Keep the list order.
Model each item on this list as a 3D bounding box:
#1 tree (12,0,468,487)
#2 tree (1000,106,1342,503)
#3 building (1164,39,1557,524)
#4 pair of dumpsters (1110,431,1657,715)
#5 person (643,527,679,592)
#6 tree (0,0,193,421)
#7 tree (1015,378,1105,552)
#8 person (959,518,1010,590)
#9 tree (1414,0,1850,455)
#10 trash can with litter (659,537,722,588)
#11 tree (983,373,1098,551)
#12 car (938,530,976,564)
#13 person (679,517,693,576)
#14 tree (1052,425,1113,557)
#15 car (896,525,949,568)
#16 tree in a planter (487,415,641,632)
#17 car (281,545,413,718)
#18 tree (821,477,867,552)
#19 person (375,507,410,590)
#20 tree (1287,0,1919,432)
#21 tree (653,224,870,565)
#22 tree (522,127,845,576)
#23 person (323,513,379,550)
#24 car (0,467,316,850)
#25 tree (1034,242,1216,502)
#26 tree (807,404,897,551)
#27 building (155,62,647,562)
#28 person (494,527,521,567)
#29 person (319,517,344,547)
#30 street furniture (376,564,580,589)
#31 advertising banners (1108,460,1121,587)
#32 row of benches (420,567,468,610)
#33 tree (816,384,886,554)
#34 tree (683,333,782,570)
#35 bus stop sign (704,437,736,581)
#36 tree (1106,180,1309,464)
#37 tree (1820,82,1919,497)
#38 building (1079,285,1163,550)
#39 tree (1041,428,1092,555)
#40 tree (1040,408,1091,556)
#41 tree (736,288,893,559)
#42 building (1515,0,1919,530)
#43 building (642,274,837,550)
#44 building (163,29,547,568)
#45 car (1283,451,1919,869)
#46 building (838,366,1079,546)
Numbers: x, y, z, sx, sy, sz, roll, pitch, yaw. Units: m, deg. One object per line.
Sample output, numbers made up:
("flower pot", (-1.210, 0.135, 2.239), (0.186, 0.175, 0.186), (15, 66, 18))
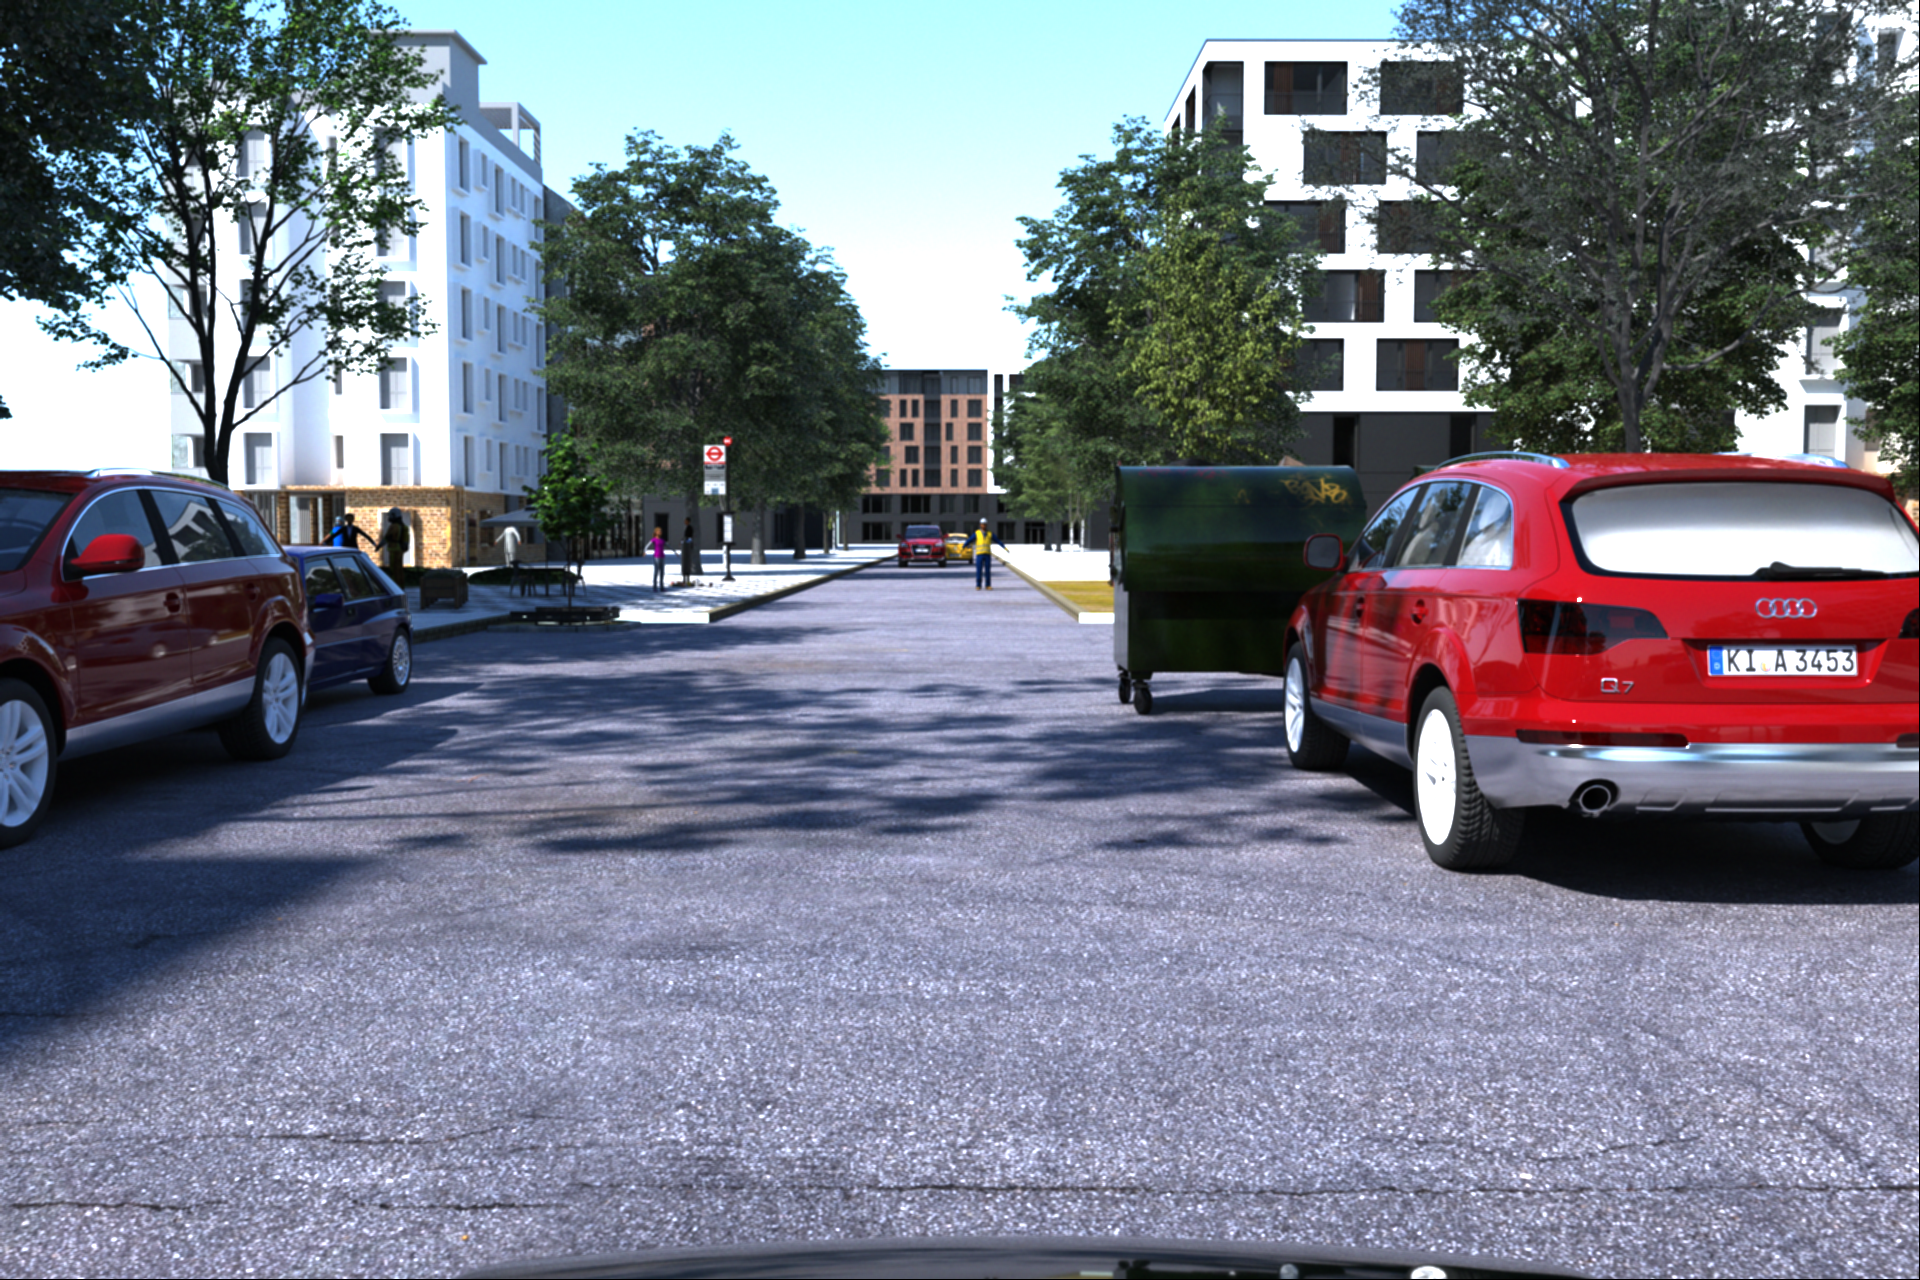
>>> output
("tree", (-11.814, -6.221, 27.474), (9.928, 11.665, 9.643), (0, 3, 0))
("tree", (6.276, -8.841, 51.206), (9.857, 13.997, 8.962), (0, 3, 0))
("building", (24.004, -14.941, 88.262), (27.936, 21.610, 32.646), (0, 4, 0))
("pair of dumpsters", (3.444, -0.568, 14.245), (4.436, 2.255, 1.574), (0, 4, -1))
("person", (-6.623, -1.777, 38.317), (0.599, 1.433, 0.991), (3, 5, 42))
("tree", (-12.048, -6.718, 16.503), (9.857, 13.997, 8.962), (0, 3, 0))
("tree", (7.237, -12.409, 121.013), (7.486, 12.596, 7.792), (0, 3, 0))
("person", (0.613, -2.202, 44.431), (1.349, 1.833, 0.705), (-1, 4, -10))
("tree", (14.793, -8.087, 38.881), (9.857, 13.997, 8.962), (0, 3, 0))
("trash can with litter", (-6.554, -1.926, 42.552), (1.678, 1.210, 2.233), (0, 4, 1))
("tree", (6.593, -13.729, 131.124), (9.857, 13.997, 8.962), (0, 3, 0))
("car", (-0.201, -4.498, 83.773), (2.015, 1.641, 3.980), (0, 4, 0))
("person", (-8.432, -2.902, 53.665), (0.704, 1.802, 1.346), (0, 4, 4))
("tree", (6.558, -8.818, 94.532), (4.360, 8.622, 3.978), (0, 3, 0))
("car", (-1.604, -4.058, 75.025), (2.281, 1.827, 5.304), (0, 4, 0))
("tree in a planter", (-5.919, -1.770, 26.158), (1.991, 3.239, 1.994), (0, 3, 0))
("car", (-5.864, -0.102, 14.255), (1.945, 1.354, 3.894), (0, 3, 0))
("tree", (-8.577, -10.406, 120.498), (4.737, 8.622, 4.395), (0, 3, 0))
("person", (-12.116, -1.919, 37.139), (0.705, 1.858, 1.354), (1, 4, 9))
("tree", (10.060, -7.046, 25.580), (12.009, 13.543, 11.850), (0, 3, 0))
("tree", (-8.505, -10.102, 71.831), (9.857, 13.997, 8.962), (0, 3, 0))
("tree", (-8.421, -8.974, 53.387), (9.857, 13.997, 8.962), (0, 3, 0))
("person", (-13.445, -1.924, 38.172), (1.216, 1.740, 0.721), (-1, 4, -14))
("car", (-5.318, -0.052, 9.526), (2.281, 1.827, 5.304), (0, 4, 0))
("tree", (6.668, -9.172, 68.091), (7.486, 12.596, 7.792), (0, 3, 0))
("tree", (-8.492, -12.448, 129.282), (9.928, 11.665, 9.643), (0, 3, 0))
("building", (-27.365, -15.794, 89.168), (19.493, 23.208, 18.063), (0, 4, 1))
("person", (-15.354, -3.231, 59.017), (1.347, 1.806, 0.705), (3, 4, 37))
("person", (-19.145, -2.892, 53.418), (1.347, 1.817, 0.704), (1, 4, 18))
("street furniture", (-15.003, -1.737, 44.027), (10.072, 0.657, 5.734), (2, 4, 26))
("advertising banners", (3.740, -2.791, 41.814), (0.090, 3.025, 2.074), (0, 4, -2))
("row of benches", (-9.289, -0.965, 31.239), (1.422, 0.672, 4.104), (-1, 4, -13))
("tree", (-8.625, -11.370, 111.654), (9.928, 11.665, 9.643), (0, 3, 0))
("tree", (-8.707, -6.848, 62.324), (4.360, 8.622, 3.978), (0, 3, 0))
("bus stop sign", (-6.573, -3.595, 47.476), (0.855, 3.939, 0.416), (0, 4, 0))
("tree", (4.985, -5.248, 36.175), (4.737, 8.622, 4.395), (0, 3, 0))
("tree", (26.492, -8.352, 43.209), (9.857, 13.997, 8.962), (0, 3, 0))
("building", (24.680, -19.238, 158.513), (27.936, 21.610, 32.646), (0, 3, 0))
("tree", (6.699, -9.608, 107.456), (4.360, 8.622, 3.978), (0, 3, 0))
("tree", (6.376, -9.246, 101.529), (4.360, 8.622, 3.978), (0, 3, 0))
("tree", (-8.141, -11.127, 88.588), (9.857, 13.997, 8.962), (0, 3, 0))
("building", (26.101, -12.675, 63.650), (16.016, 20.090, 11.380), (0, 4, 0))
("building", (-25.692, -18.873, 152.544), (27.936, 21.610, 32.646), (0, 4, -1))
("building", (-23.910, -12.840, 66.354), (16.016, 20.090, 11.380), (0, 3, 0))
("car", (3.043, -0.017, 8.943), (2.281, 1.827, 5.304), (0, 3, 0))
("building", (1.272, -23.063, 223.507), (32.646, 21.610, 27.936), (0, 3, 0))
